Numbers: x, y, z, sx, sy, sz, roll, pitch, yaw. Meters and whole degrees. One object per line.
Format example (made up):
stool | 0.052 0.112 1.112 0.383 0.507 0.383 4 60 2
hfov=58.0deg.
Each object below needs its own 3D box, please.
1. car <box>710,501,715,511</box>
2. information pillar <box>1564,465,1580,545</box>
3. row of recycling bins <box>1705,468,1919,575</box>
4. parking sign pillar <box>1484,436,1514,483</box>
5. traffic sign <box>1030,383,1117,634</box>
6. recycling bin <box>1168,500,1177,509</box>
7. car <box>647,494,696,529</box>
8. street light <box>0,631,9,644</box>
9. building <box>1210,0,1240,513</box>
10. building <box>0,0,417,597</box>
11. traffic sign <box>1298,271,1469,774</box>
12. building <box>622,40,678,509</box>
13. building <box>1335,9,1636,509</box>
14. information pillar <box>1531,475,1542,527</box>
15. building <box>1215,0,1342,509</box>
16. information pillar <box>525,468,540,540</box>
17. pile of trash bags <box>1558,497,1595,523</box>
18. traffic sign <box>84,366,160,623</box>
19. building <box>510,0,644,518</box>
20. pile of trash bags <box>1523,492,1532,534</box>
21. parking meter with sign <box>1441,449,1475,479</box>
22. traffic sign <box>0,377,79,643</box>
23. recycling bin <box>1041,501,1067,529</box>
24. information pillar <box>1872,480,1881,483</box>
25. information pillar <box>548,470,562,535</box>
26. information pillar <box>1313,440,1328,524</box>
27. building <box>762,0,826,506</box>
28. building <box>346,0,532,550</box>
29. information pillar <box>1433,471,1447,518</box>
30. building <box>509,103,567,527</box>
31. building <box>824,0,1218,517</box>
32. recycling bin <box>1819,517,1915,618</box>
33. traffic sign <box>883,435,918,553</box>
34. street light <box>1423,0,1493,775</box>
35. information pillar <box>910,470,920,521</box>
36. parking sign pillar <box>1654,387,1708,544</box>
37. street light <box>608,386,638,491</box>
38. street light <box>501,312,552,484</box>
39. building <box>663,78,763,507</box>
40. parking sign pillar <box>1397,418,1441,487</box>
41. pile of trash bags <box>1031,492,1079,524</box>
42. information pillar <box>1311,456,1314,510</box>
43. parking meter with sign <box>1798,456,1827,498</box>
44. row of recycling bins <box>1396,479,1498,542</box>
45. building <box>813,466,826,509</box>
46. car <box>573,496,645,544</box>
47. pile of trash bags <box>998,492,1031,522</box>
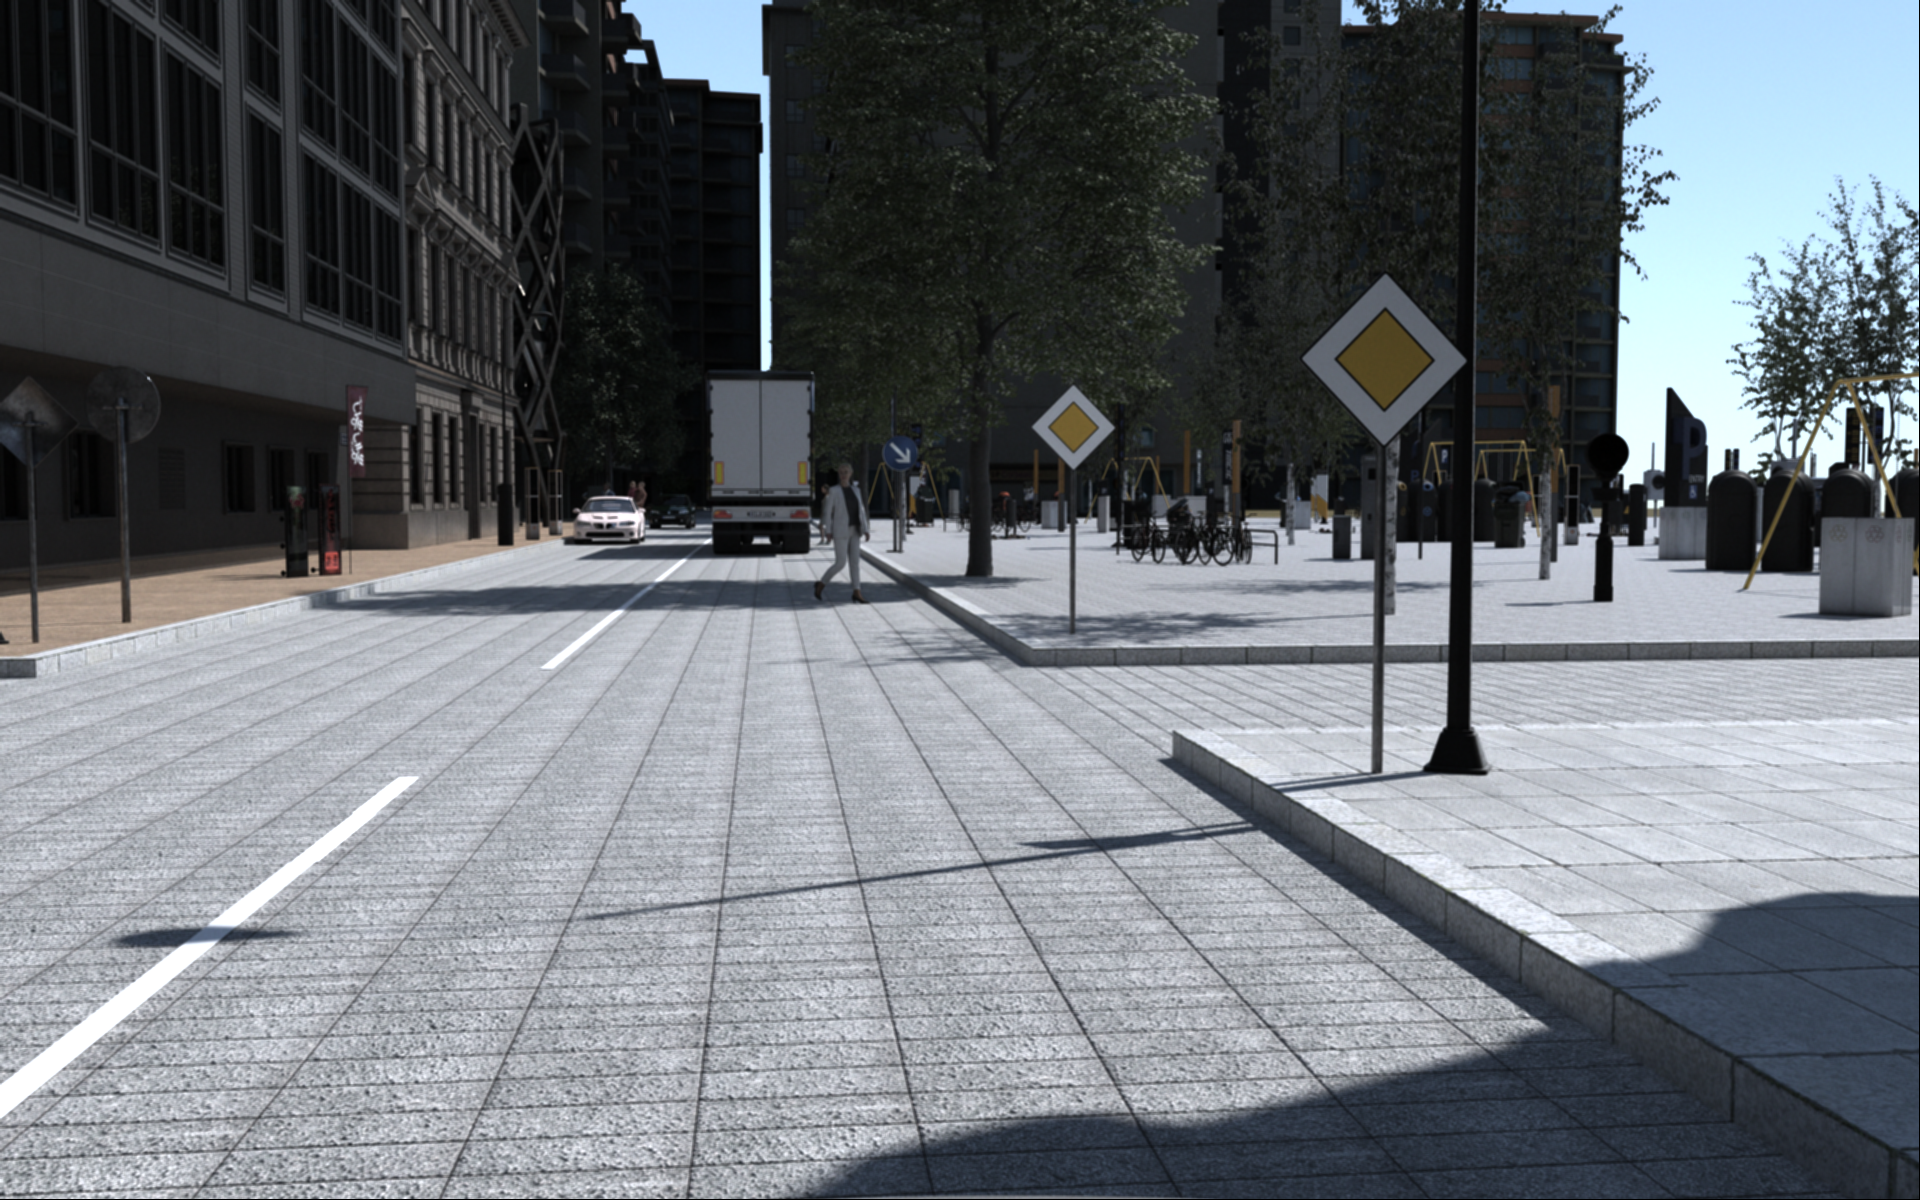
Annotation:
car | -20.255 -8.494 147.557 2.281 1.827 5.304 0 4 -8
information pillar | 15.402 -2.393 43.610 0.304 2.012 0.304 0 4 7
row of recycling bins | 14.140 -1.306 28.471 3.534 1.692 1.069 3 4 36
parking sign pillar | 25.062 -5.634 80.580 1.447 3.967 1.447 -1 4 -17
traffic sign | 1.029 -0.746 15.838 0.795 2.450 0.064 0 4 -6
recycling bin | 9.962 -4.055 78.852 0.722 1.027 0.722 3 5 41
car | -12.045 -3.844 72.633 2.009 1.686 4.222 0 4 -5
street light | -7.809 -2.578 14.694 1.470 5.913 1.316 0 4 -6
building | 3.941 -33.097 130.380 28.713 52.752 27.495 0 4 -6
building | -17.857 -14.215 25.924 14.314 27.812 24.014 0 4 -6
traffic sign | 1.914 -0.260 7.901 0.795 2.450 0.064 0 4 -6
building | -36.470 -27.814 146.643 23.993 40.220 32.217 0 4 -6
building | 46.233 -30.908 159.973 28.867 44.769 22.147 0 4 -6
information pillar | 22.284 -3.817 66.900 0.304 2.012 0.304 2 4 35
building | 21.441 -44.009 157.798 20.611 71.187 20.563 0 4 -6
information pillar | -11.963 -2.688 48.437 0.304 2.012 0.304 -2 4 -34
pile of trash bags | 26.558 -4.124 77.185 1.912 1.369 3.447 -3 5 -39
traffic sign | -8.329 -1.047 17.230 0.768 2.556 0.104 0 4 3
building | -30.320 -27.374 102.193 22.147 44.769 28.867 0 4 -6
pile of trash bags | 16.768 -2.837 56.129 1.912 1.369 3.447 -1 4 -14
parking meter with sign | 19.582 -4.337 67.171 1.738 3.016 0.543 -1 4 -11
traffic sign | -7.962 -0.686 14.859 0.795 2.450 0.064 0 4 -6
recycling bin | 3.446 -3.111 63.424 0.722 1.027 0.722 -2 4 -24
information pillar | 48.174 -5.299 91.127 0.304 2.012 0.304 -3 4 -36
information pillar | -12.574 -3.017 53.819 0.304 2.012 0.304 1 4 18
information pillar | 15.547 -5.071 74.260 0.504 3.616 0.183 2 4 27
building | -7.603 -36.698 189.248 27.495 52.752 28.713 0 4 -6
building | -18.412 -11.208 47.871 10.561 19.102 19.286 0 4 -6
information pillar | 14.971 -3.034 54.103 0.304 2.012 0.304 -2 4 -25
building | -23.966 -12.178 66.557 16.820 18.784 16.811 0 4 -6
building | 2.778 -29.443 105.089 21.300 48.544 21.600 0 4 -6
recycling bin | 9.640 -0.359 18.417 0.722 1.027 0.722 -3 5 -45
traffic sign | -1.295 -2.295 37.631 0.768 2.556 0.104 0 4 -3
street light | 1.783 -2.159 7.838 1.470 5.913 1.316 0 4 -6
information pillar | -2.104 -5.508 81.403 0.504 3.616 0.183 0 4 -2
parking sign pillar | 18.507 -3.404 44.134 1.447 3.967 1.447 -3 4 -37
street light | -14.485 -6.219 74.221 1.470 5.913 1.316 0 4 -6
street light | -11.105 -4.388 44.284 1.470 5.913 1.316 0 4 -6
building | -35.206 -32.301 182.743 28.867 44.769 22.147 0 4 -6
parking sign pillar | 16.497 -4.462 61.423 1.447 3.967 1.447 -3 5 -42
pile of trash bags | 4.255 -4.048 75.943 1.912 1.369 3.447 0 4 4
information pillar | 17.866 -5.845 86.919 0.504 3.616 0.183 2 4 26
parking meter with sign | 39.224 -5.065 79.081 1.738 3.016 0.543 0 4 7
row of recycling bins | 12.814 -2.418 46.649 3.534 1.692 1.069 -1 4 -11
building | -2.712 -43.778 154.019 20.563 71.187 20.611 0 4 -6
car | -10.289 -2.363 51.000 2.083 1.381 4.827 0 4 -7
pile of trash bags | 2.905 -4.417 81.969 1.912 1.369 3.447 -3 4 -36
